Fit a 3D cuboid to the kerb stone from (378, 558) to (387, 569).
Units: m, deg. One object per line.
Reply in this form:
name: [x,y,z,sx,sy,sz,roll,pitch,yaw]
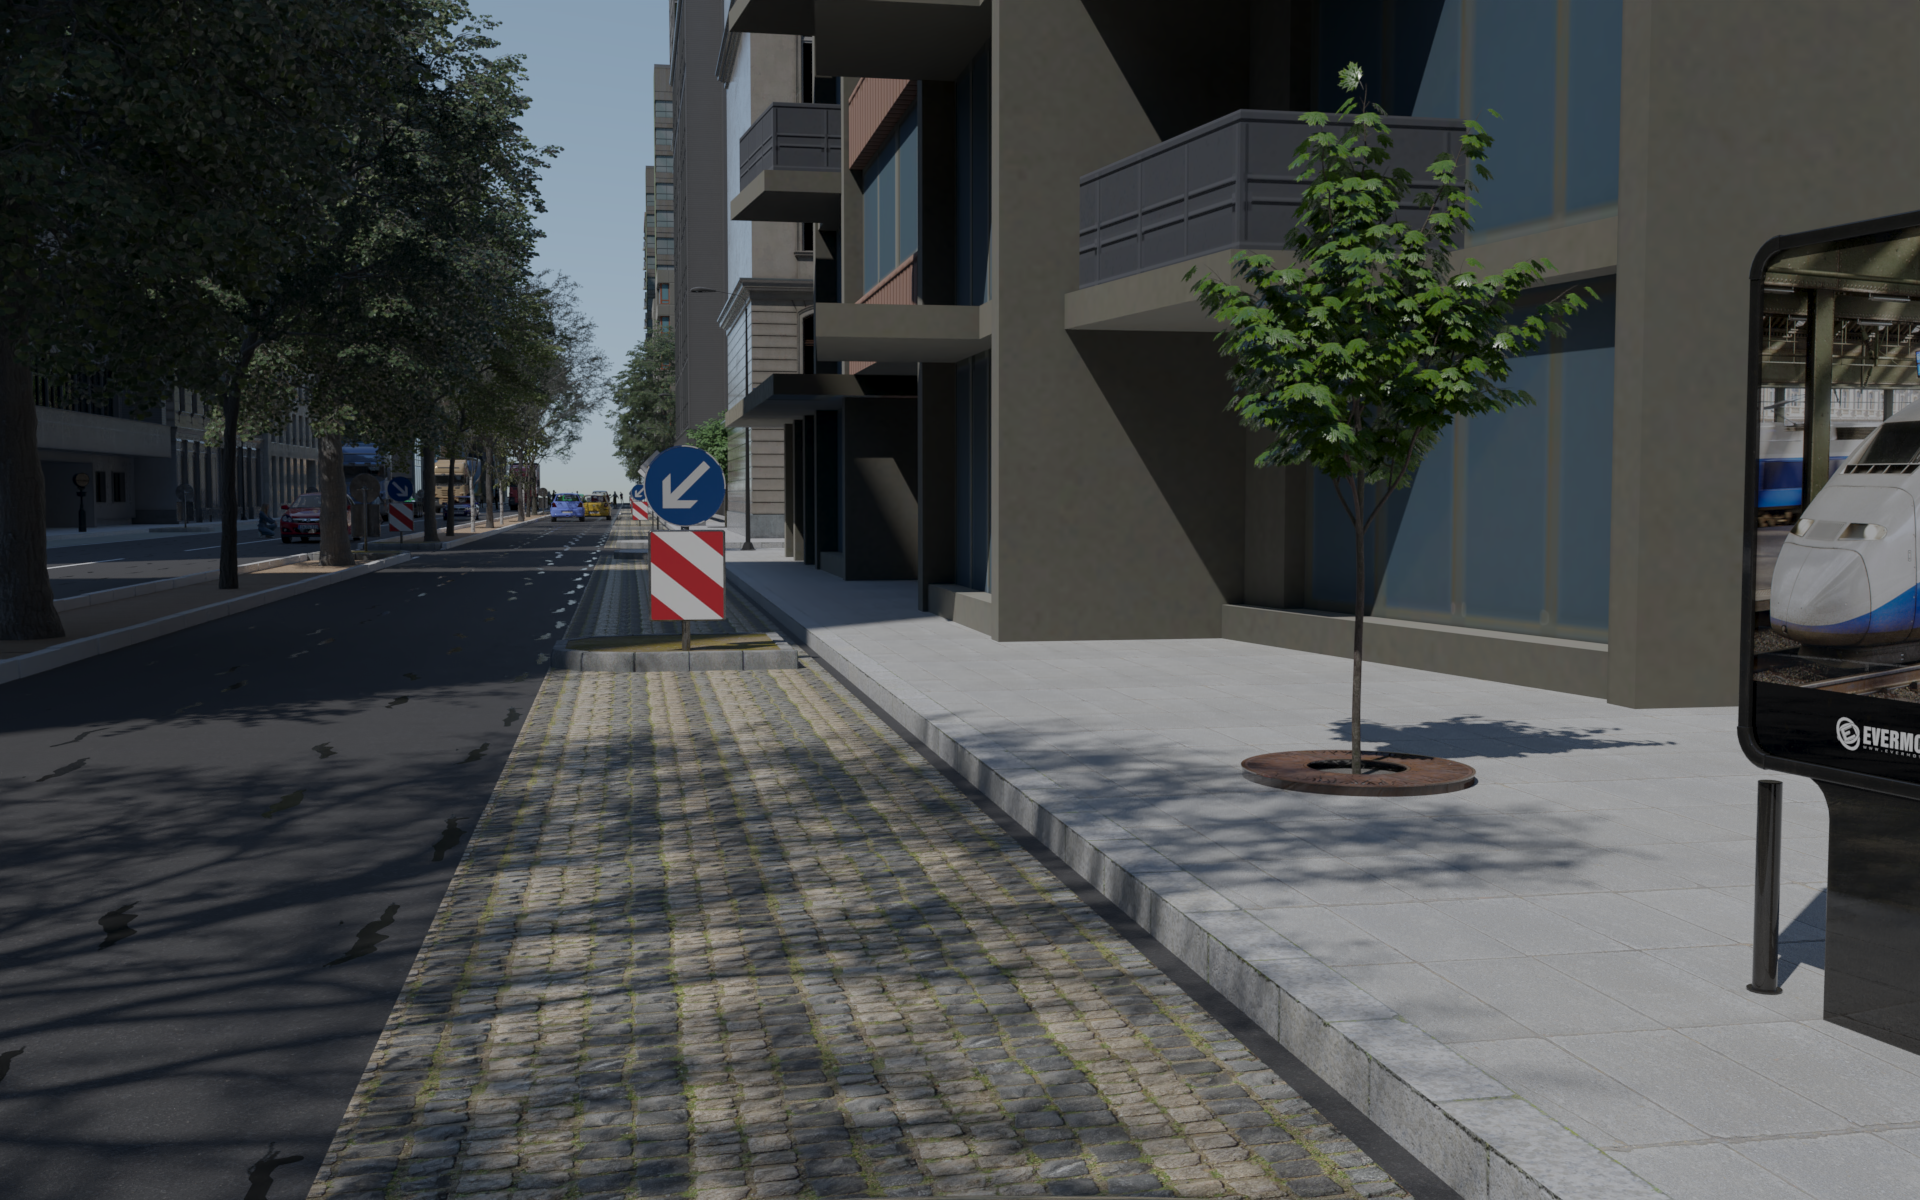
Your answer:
kerb stone: [-11.130,-0.666,33.081,0.120,0.150,1.000,-1,4,-11]

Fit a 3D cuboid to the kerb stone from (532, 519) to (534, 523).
kerb stone: [-20.877,-3.771,83.951,0.120,0.150,1.000,-1,4,-11]

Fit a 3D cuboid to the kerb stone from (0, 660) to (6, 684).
kerb stone: [-7.276,0.566,12.947,0.120,0.150,1.000,-1,4,-11]

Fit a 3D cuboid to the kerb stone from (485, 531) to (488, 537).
kerb stone: [-15.664,-2.113,56.745,0.120,0.150,1.000,-1,4,-11]

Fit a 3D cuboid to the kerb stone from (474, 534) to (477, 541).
kerb stone: [-14.891,-1.863,52.715,0.120,0.150,1.000,-1,4,-11]

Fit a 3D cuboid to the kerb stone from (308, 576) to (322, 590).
kerb stone: [-9.776,-0.234,26.025,0.120,0.150,1.000,-1,4,-11]

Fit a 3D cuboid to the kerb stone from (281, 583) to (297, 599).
kerb stone: [-9.392,-0.110,24.016,0.120,0.150,1.000,-1,4,-11]

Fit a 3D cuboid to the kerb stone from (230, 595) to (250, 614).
kerb stone: [-8.808,0.073,21.004,0.120,0.150,1.000,-1,4,-11]

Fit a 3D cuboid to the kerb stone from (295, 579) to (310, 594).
kerb stone: [-9.581,-0.167,25.020,0.120,0.150,1.000,-1,4,-11]

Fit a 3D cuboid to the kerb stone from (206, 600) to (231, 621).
kerb stone: [-8.624,0.135,19.993,0.120,0.150,1.000,-1,4,-11]

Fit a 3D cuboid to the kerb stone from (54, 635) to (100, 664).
kerb stone: [-7.662,0.443,14.954,0.120,0.150,1.000,-1,4,-11]

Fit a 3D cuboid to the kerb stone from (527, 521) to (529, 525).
kerb stone: [-20.112,-3.526,79.919,0.120,0.150,1.000,-1,4,-11]

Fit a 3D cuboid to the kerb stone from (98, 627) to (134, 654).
kerb stone: [-7.845,0.382,15.960,0.120,0.150,1.000,-1,4,-11]

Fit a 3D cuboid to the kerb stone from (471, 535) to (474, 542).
kerb stone: [-14.699,-1.802,51.710,0.120,0.150,1.000,-1,4,-11]

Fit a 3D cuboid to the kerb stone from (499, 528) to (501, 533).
kerb stone: [-16.828,-2.479,62.810,0.120,0.150,1.000,-1,4,-11]

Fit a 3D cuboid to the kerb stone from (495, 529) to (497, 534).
kerb stone: [-16.439,-2.359,60.788,0.120,0.150,1.000,-1,4,-11]

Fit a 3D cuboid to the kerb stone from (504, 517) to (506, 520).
kerb stone: [-25.065,-4.431,94.643,0.120,0.150,1.000,-1,4,-11]

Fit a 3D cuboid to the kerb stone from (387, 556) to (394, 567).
kerb stone: [-11.321,-0.727,34.090,0.120,0.150,1.000,-1,4,-11]

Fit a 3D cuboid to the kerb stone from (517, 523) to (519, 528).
kerb stone: [-18.756,-3.099,72.867,0.120,0.150,1.000,-1,4,-11]

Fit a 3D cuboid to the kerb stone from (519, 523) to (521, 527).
kerb stone: [-18.945,-3.160,73.881,0.120,0.150,1.000,-1,4,-11]

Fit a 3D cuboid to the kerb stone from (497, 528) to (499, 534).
kerb stone: [-16.628,-2.419,61.794,0.120,0.150,1.000,-1,4,-11]

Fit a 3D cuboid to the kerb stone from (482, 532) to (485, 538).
kerb stone: [-15.475,-2.048,55.737,0.120,0.150,1.000,-1,4,-11]

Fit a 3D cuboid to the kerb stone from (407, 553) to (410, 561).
kerb stone: [-11.905,-0.912,37.100,0.120,0.150,1.000,-1,4,-11]

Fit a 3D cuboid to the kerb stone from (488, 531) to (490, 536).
kerb stone: [-15.865,-2.175,57.754,0.120,0.150,1.000,-1,4,-11]

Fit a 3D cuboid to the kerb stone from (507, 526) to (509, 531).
kerb stone: [-17.598,-2.731,66.840,0.120,0.150,1.000,-1,4,-11]

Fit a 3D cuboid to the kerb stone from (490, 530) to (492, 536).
kerb stone: [-16.051,-2.237,58.765,0.120,0.150,1.000,-1,4,-11]

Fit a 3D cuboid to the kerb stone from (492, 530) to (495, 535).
kerb stone: [-16.246,-2.296,59.775,0.120,0.150,1.000,-1,4,-11]

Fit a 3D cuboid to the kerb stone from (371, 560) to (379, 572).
kerb stone: [-10.935,-0.596,32.078,0.120,0.150,1.000,-1,4,-11]

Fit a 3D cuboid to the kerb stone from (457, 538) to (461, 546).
kerb stone: [-13.923,-1.557,47.689,0.120,0.150,1.000,-1,4,-11]

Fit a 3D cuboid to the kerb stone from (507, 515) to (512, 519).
kerb stone: [-26.033,-4.739,99.671,0.120,0.150,1.000,-1,4,-11]

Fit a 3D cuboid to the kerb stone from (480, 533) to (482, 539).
kerb stone: [-15.280,-1.986,54.734,0.120,0.150,1.000,-1,4,-11]

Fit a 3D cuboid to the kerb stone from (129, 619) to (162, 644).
kerb stone: [-8.037,0.325,16.965,0.120,0.150,1.000,-1,4,-11]

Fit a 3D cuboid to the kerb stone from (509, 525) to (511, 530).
kerb stone: [-17.792,-2.792,67.843,0.120,0.150,1.000,-1,4,-11]

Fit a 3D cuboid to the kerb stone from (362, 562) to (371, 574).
kerb stone: [-10.743,-0.542,31.061,0.120,0.150,1.000,-1,4,-11]

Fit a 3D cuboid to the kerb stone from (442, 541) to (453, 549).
kerb stone: [-13.547,-1.436,45.674,0.120,0.150,1.000,-1,4,-11]

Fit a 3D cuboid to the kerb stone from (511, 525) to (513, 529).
kerb stone: [-17.981,-2.854,68.853,0.120,0.150,1.000,-1,4,-11]

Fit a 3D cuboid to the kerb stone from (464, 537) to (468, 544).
kerb stone: [-14.312,-1.681,49.703,0.120,0.150,1.000,-1,4,-11]

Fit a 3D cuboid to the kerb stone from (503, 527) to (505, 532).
kerb stone: [-17.214,-2.608,64.829,0.120,0.150,1.000,-1,4,-11]

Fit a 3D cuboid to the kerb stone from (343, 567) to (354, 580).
kerb stone: [-10.354,-0.419,29.054,0.120,0.150,1.000,-1,4,-11]

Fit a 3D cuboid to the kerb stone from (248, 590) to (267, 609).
kerb stone: [-9.007,0.012,22.007,0.120,0.150,1.000,-1,4,-11]

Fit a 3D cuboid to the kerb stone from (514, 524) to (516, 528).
kerb stone: [-18.373,-2.976,70.859,0.120,0.150,1.000,-1,4,-11]

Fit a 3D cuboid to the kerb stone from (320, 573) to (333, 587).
kerb stone: [-9.978,-0.296,27.034,0.120,0.150,1.000,-1,4,-11]

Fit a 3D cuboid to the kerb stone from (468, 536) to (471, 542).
kerb stone: [-14.507,-1.744,50.706,0.120,0.150,1.000,-1,4,-11]

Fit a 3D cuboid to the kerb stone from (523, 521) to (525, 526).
kerb stone: [-19.526,-3.346,76.907,0.120,0.150,1.000,-1,4,-11]

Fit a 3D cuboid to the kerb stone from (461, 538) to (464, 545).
kerb stone: [-14.122,-1.621,48.698,0.120,0.150,1.000,-1,4,-11]

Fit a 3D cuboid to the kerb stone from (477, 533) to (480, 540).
kerb stone: [-15.084,-1.928,53.725,0.120,0.150,1.000,-1,4,-11]

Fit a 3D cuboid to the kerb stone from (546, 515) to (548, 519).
kerb stone: [-23.580,-4.640,98.057,0.120,0.150,1.000,-1,4,-11]

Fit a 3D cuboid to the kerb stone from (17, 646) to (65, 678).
kerb stone: [-7.460,0.511,13.952,0.120,0.150,1.000,-1,4,-11]

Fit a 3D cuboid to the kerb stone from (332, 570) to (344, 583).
kerb stone: [-10.166,-0.355,28.049,0.120,0.150,1.000,-1,4,-11]

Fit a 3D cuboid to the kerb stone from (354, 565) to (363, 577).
kerb stone: [-10.549,-0.481,30.057,0.120,0.150,1.000,-1,4,-11]

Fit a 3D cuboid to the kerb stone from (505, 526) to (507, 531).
kerb stone: [-17.404,-2.665,65.834,0.120,0.150,1.000,-1,4,-11]

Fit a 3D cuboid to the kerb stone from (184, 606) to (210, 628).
kerb stone: [-8.428,0.197,18.976,0.120,0.150,1.000,-1,4,-11]

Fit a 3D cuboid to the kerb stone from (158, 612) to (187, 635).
kerb stone: [-8.234,0.261,17.968,0.120,0.150,1.000,-1,4,-11]

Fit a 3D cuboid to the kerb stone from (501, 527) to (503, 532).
kerb stone: [-17.023,-2.543,63.822,0.120,0.150,1.000,-1,4,-11]

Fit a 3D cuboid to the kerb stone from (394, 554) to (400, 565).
kerb stone: [-11.519,-0.789,35.093,0.120,0.150,1.000,-1,4,-11]

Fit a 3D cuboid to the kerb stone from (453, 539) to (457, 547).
kerb stone: [-13.732,-1.496,46.679,0.120,0.150,1.000,-1,4,-11]

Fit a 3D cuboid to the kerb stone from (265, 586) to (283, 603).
kerb stone: [-9.196,-0.050,23.012,0.120,0.150,1.000,-1,4,-11]

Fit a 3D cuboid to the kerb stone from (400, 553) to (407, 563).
kerb stone: [-11.707,-0.850,36.097,0.120,0.150,1.000,-1,4,-11]
